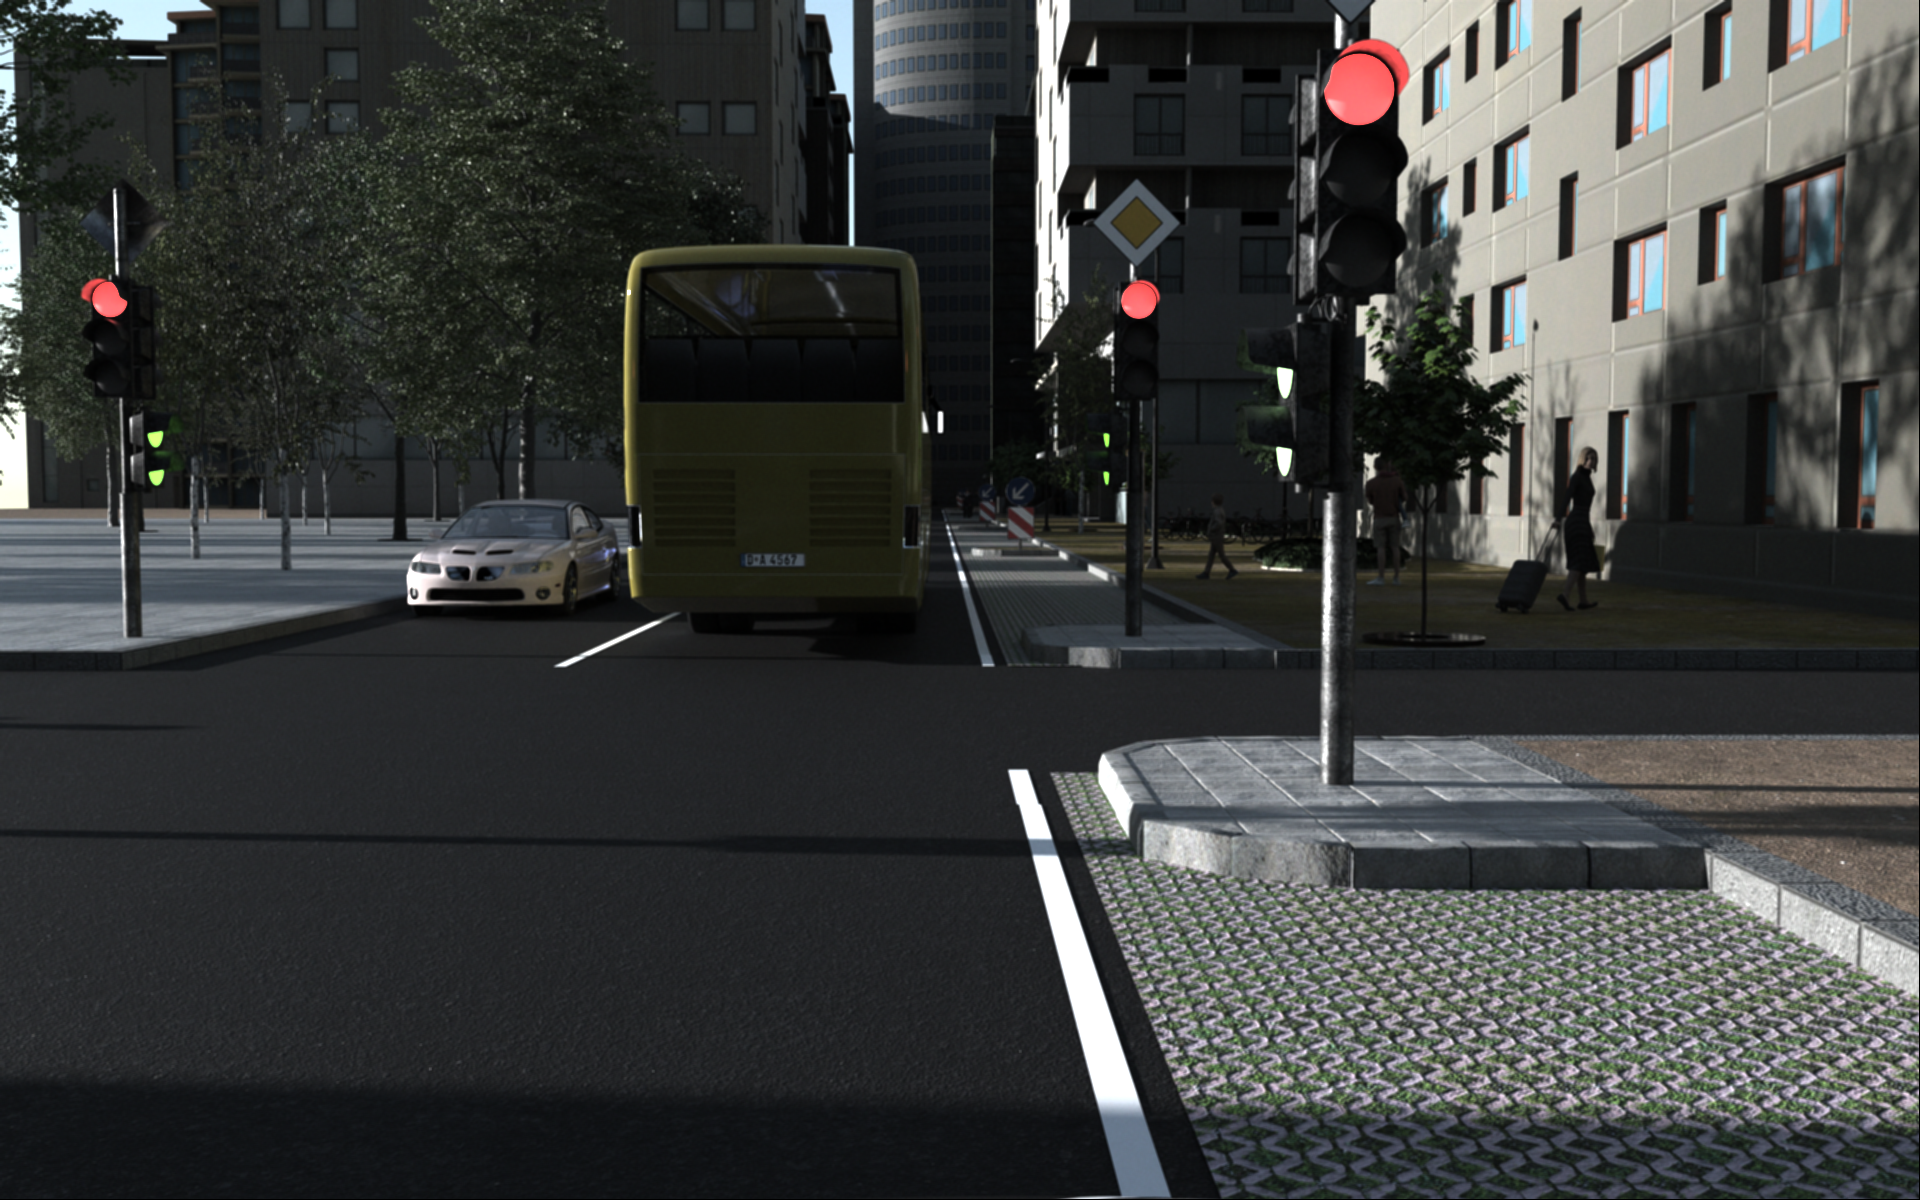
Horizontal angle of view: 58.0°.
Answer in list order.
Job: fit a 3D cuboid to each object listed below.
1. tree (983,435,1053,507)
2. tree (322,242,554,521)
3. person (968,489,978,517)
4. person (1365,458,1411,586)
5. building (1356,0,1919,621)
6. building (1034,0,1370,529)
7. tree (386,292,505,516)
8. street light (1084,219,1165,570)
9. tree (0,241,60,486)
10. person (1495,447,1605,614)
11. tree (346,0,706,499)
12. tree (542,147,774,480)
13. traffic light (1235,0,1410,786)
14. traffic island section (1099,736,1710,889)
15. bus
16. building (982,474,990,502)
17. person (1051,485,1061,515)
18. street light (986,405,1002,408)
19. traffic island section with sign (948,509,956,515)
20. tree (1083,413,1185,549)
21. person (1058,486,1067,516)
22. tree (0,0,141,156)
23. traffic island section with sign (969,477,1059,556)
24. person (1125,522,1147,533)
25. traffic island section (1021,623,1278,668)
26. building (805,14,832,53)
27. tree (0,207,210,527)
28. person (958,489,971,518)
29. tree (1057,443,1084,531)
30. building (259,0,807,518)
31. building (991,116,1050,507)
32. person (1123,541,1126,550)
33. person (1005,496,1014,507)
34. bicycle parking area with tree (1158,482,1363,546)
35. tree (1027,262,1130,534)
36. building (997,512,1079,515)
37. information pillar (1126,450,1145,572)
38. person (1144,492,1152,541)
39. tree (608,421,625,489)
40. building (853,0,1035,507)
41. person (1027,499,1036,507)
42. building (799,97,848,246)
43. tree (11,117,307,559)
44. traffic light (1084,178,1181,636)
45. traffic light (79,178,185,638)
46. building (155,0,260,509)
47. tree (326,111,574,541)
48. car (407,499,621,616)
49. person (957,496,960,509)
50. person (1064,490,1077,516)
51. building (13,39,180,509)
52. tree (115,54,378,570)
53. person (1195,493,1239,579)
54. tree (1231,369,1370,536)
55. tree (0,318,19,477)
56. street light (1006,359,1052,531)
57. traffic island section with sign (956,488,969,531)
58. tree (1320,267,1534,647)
[{"bbox_3d":[3.027,-7.140,100.458,4.285,4.588,4.351,0,3,0],"label":"tree"},{"bbox_3d":[-24.775,-10.471,81.572,12.009,13.543,11.850,0,3,0],"label":"tree"},{"bbox_3d":[0.785,-6.117,109.323,0.742,1.727,0.445,1,4,13],"label":"person"},{"bbox_3d":[6.044,-1.123,24.381,0.580,1.828,0.573,-3,5,-43],"label":"person"},{"bbox_3d":[24.037,-11.140,27.181,28.899,21.520,27.650,0,4,-1],"label":"building"},{"bbox_3d":[17.424,-29.796,76.407,28.713,52.752,27.495,0,4,-1],"label":"building"},{"bbox_3d":[-17.585,-6.716,60.163,4.737,8.622,4.395,0,3,0],"label":"tree"},{"bbox_3d":[2.792,-3.480,29.441,1.470,5.913,1.316,0,4,-1],"label":"street light"},{"bbox_3d":[-28.244,-6.070,49.610,4.737,8.622,4.395,0,3,0],"label":"tree"},{"bbox_3d":[6.549,-0.782,19.048,1.509,1.804,0.699,-1,4,-22],"label":"person"},{"bbox_3d":[-8.891,-7.275,37.067,7.486,12.596,7.792,0,3,0],"label":"tree"},{"bbox_3d":[-9.002,-8.592,57.493,9.611,12.733,9.660,0,3,0],"label":"tree"},{"bbox_3d":[1.654,-1.141,7.577,0.839,4.253,0.868,0,4,-1],"label":"traffic light"},{"bbox_3d":[1.694,0.892,7.692,2.009,0.180,2.903,0,4,-1],"label":"traffic island section"},{"bbox_3d":[-1.635,-1.783,20.697,2.896,3.916,12.252,0,4,0],"label":"bus"},{"bbox_3d":[18.256,-28.308,154.711,32.217,40.220,23.993,0,4,-1],"label":"building"},{"bbox_3d":[5.850,-5.982,103.983,0.705,1.807,1.348,-1,4,-21],"label":"person"},{"bbox_3d":[2.079,-7.228,90.721,1.470,5.913,1.316,0,4,-1],"label":"street light"},{"bbox_3d":[0.289,-6.677,117.798,1.989,1.847,2.006,0,4,-1],"label":"traffic island section with sign"},{"bbox_3d":[4.171,-2.821,40.723,1.663,3.219,1.824,0,3,0],"label":"tree"},{"bbox_3d":[6.057,-5.821,101.353,0.705,1.807,1.348,-1,4,-20],"label":"person"},{"bbox_3d":[-13.989,-5.818,20.878,9.928,11.665,9.643,0,3,0],"label":"tree"},{"bbox_3d":[1.275,-1.952,40.540,1.989,1.847,2.006,0,4,-1],"label":"traffic island section with sign"},{"bbox_3d":[5.727,-3.093,56.469,0.748,1.841,0.638,3,5,41],"label":"person"},{"bbox_3d":[1.592,0.404,15.676,2.009,0.180,2.903,0,4,-1],"label":"traffic island section"},{"bbox_3d":[-24.250,-30.591,154.784,28.867,44.769,22.147,0,4,-1],"label":"building"},{"bbox_3d":[-33.972,-9.179,68.203,7.486,12.596,7.792,0,3,0],"label":"tree"},{"bbox_3d":[0.274,-5.727,102.937,0.742,1.727,0.445,-1,4,-19],"label":"person"},{"bbox_3d":[4.378,-4.025,60.418,1.663,3.219,1.824,0,3,0],"label":"tree"},{"bbox_3d":[-23.444,-31.463,103.655,28.713,52.752,27.495,0,4,-1],"label":"building"},{"bbox_3d":[9.411,-22.260,135.659,14.160,30.474,14.107,0,4,-1],"label":"building"},{"bbox_3d":[3.899,-1.763,39.121,0.590,1.304,0.306,-3,4,-36],"label":"person"},{"bbox_3d":[2.700,-5.313,93.363,0.568,1.767,0.683,-1,4,-9],"label":"person"},{"bbox_3d":[9.701,-3.635,46.437,9.016,4.147,8.231,0,4,6],"label":"bicycle parking area with tree"},{"bbox_3d":[3.991,-6.455,55.902,4.737,8.622,4.395,0,3,0],"label":"tree"},{"bbox_3d":[18.711,-25.940,116.003,32.217,40.220,23.993,0,4,-1],"label":"building"},{"bbox_3d":[2.906,-1.481,28.703,0.304,2.012,0.304,0,4,6],"label":"information pillar"},{"bbox_3d":[5.033,-2.467,46.977,0.643,1.750,0.593,1,4,13],"label":"person"},{"bbox_3d":[-15.004,-8.345,86.806,4.737,8.622,4.395,0,3,0],"label":"tree"},{"bbox_3d":[2.957,-39.285,184.306,28.212,58.520,21.231,0,4,-1],"label":"building"},{"bbox_3d":[4.151,-5.774,103.710,0.557,1.426,1.065,3,5,40],"label":"person"},{"bbox_3d":[-15.556,-21.686,126.268,14.160,30.474,14.107,0,4,-1],"label":"building"},{"bbox_3d":[-15.260,-5.146,34.497,4.737,8.622,4.395,0,3,0],"label":"tree"},{"bbox_3d":[1.552,-1.629,15.562,0.839,4.253,0.868,0,4,-1],"label":"traffic light"},{"bbox_3d":[-7.408,-1.621,15.432,0.839,4.253,0.868,0,4,-1],"label":"traffic light"},{"bbox_3d":[-53.470,-30.564,154.351,28.867,44.769,22.147,0,4,-1],"label":"building"},{"bbox_3d":[-15.242,-7.431,47.254,9.928,11.665,9.643,0,3,0],"label":"tree"},{"bbox_3d":[-5.508,-0.582,21.882,2.083,1.381,4.827,0,4,-1],"label":"car"},{"bbox_3d":[-0.102,-9.571,168.168,0.628,1.438,0.799,-1,4,-13],"label":"person"},{"bbox_3d":[6.310,-5.724,99.718,0.705,1.814,1.350,-2,4,-26],"label":"person"},{"bbox_3d":[-75.840,-29.089,159.205,14.086,41.232,14.154,0,4,-1],"label":"building"},{"bbox_3d":[-11.541,-4.799,28.831,4.360,8.622,3.978,0,3,0],"label":"tree"},{"bbox_3d":[3.878,-0.963,26.063,0.640,1.303,0.475,0,4,-1],"label":"person"},{"bbox_3d":[7.619,-3.277,37.295,4.285,4.588,4.351,0,3,0],"label":"tree"},{"bbox_3d":[-35.450,-6.777,61.159,4.360,8.622,3.978,0,3,0],"label":"tree"},{"bbox_3d":[2.458,-5.339,59.829,1.470,5.913,1.316,0,4,-1],"label":"street light"},{"bbox_3d":[0.934,-3.600,67.493,1.989,1.847,2.006,0,4,-1],"label":"traffic island section with sign"},{"bbox_3d":[4.108,-1.236,14.808,1.663,3.219,1.824,0,3,0],"label":"tree"}]
